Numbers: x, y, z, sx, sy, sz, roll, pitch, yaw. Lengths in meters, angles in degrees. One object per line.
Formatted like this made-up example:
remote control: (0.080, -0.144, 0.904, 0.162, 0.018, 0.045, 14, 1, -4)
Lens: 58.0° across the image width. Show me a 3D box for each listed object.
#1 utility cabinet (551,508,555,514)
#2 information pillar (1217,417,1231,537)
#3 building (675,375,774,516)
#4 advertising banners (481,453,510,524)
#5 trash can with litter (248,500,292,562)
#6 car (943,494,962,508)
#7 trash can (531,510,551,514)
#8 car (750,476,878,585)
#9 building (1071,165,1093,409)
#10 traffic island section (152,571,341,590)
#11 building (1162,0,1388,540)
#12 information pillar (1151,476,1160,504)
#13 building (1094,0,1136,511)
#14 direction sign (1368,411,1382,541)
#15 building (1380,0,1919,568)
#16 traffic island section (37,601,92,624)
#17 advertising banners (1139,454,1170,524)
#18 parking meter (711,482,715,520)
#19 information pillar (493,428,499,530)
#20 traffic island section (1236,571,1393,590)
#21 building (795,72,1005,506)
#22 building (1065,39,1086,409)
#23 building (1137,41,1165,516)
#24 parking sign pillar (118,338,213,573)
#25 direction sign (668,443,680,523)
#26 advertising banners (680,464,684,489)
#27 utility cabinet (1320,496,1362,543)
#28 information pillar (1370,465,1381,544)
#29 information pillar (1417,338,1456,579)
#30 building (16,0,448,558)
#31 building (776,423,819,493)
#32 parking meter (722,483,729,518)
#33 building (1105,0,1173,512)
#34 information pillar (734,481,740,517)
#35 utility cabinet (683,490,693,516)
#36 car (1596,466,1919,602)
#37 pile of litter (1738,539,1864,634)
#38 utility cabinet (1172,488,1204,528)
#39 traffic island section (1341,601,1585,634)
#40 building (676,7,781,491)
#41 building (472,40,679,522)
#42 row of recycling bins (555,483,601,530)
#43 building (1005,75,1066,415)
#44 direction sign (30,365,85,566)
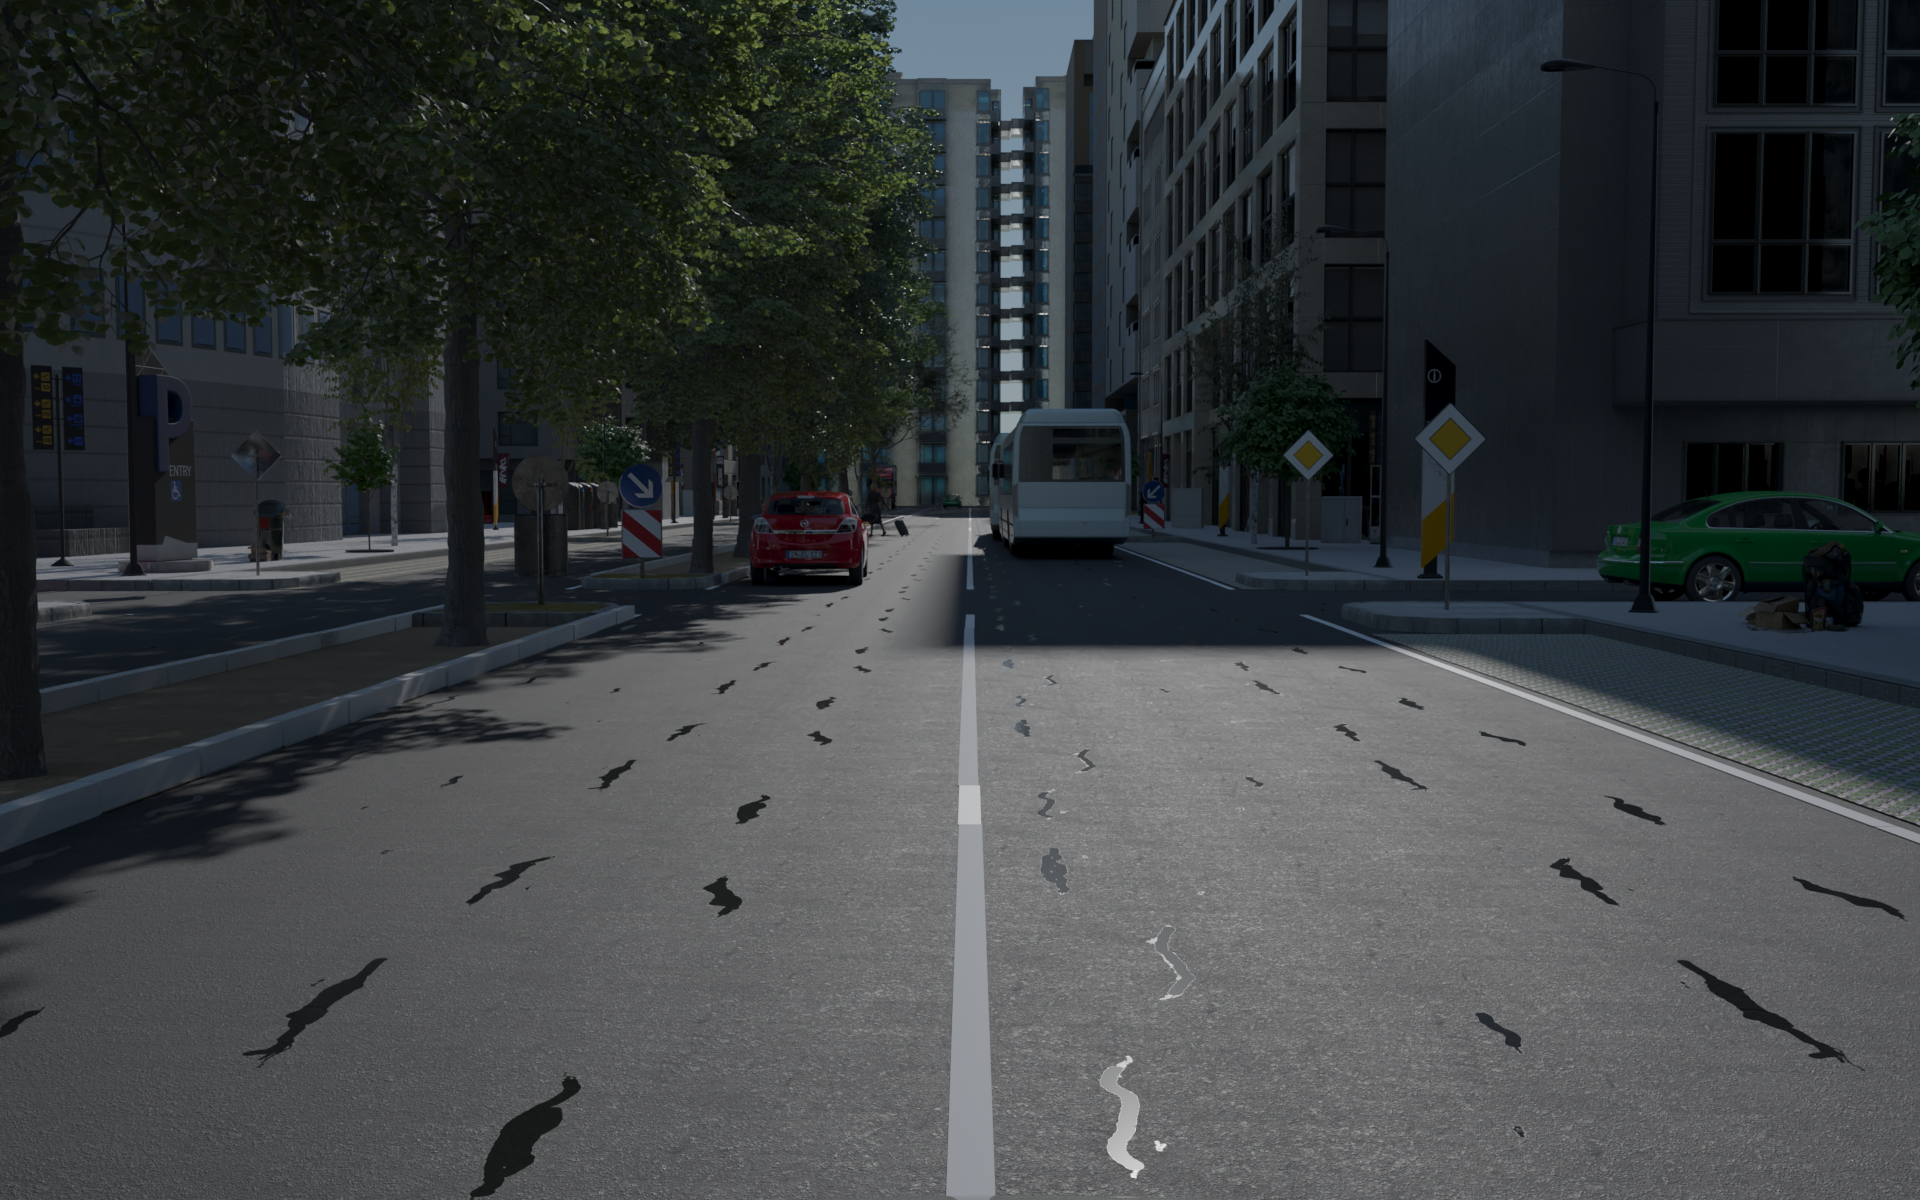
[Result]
utility cabinet: (-16.883, -3.811, 73.473, 0.306, 1.237, 1.020, 3, 5, 41)
information pillar: (7.987, -3.726, 52.280, 0.183, 3.616, 0.504, -1, 4, -23)
building: (-28.130, -16.659, 117.419, 27.650, 21.520, 28.899, 0, 4, 0)
advertising banners: (-20.297, -4.768, 74.143, 2.074, 3.025, 0.090, 0, 4, -1)
trash can with litter: (-13.248, -1.334, 33.190, 0.624, 1.170, 1.055, 0, 4, -5)
car: (-0.739, -10.082, 173.638, 1.959, 1.807, 4.718, 0, 4, 2)
trash can: (-13.266, -2.642, 54.855, 0.748, 1.137, 0.748, 0, 3, 0)
car: (-2.454, -1.208, 28.790, 2.155, 1.783, 4.494, 0, 4, -2)
building: (16.795, -23.418, 154.590, 14.160, 30.474, 14.107, 0, 4, 0)
traffic island section: (-11.080, -0.306, 27.289, 2.009, 0.180, 2.903, 0, 4, 0)
building: (19.090, -15.906, 64.581, 19.350, 26.468, 34.151, 0, 4, 0)
information pillar: (8.060, -4.104, 71.588, 0.304, 2.012, 0.304, -1, 4, -9)
building: (18.124, -29.963, 140.001, 14.600, 45.320, 14.200, 0, 4, 0)
direction sign: (11.371, -3.386, 47.363, 0.379, 3.537, 0.876, 3, 5, 40)
building: (25.137, -13.176, 34.491, 30.058, 24.678, 14.314, 0, 4, 0)
traffic island section: (-11.127, 0.182, 19.304, 2.009, 0.180, 2.903, 0, 4, 0)
advertising banners: (8.381, -4.788, 74.474, 2.074, 3.025, 0.090, -3, 5, -44)
parking meter: (-12.447, -4.935, 86.405, 0.399, 1.863, 0.255, 3, 5, 43)
information pillar: (-16.590, -4.312, 61.852, 0.183, 3.616, 0.504, 0, 4, -7)
traffic island section: (5.461, -0.300, 27.188, 2.009, 0.180, 2.903, 0, 4, 0)
building: (-9.487, -35.466, 199.483, 30.456, 49.044, 23.786, 0, 4, 0)
building: (17.522, -31.716, 168.668, 14.600, 45.320, 14.200, 0, 4, 0)
building: (16.440, -16.738, 91.682, 12.078, 24.808, 19.932, 0, 4, 0)
parking sign pillar: (-13.215, -2.461, 28.717, 1.447, 3.967, 1.447, 0, 4, 5)
direction sign: (-12.542, -5.138, 76.009, 0.379, 3.537, 0.876, -3, 5, -44)
advertising banners: (-15.833, -6.370, 100.336, 0.090, 3.025, 2.074, -2, 4, -28)
utility cabinet: (9.957, -2.085, 45.245, 1.020, 1.237, 0.306, 2, 4, 28)
information pillar: (10.672, -2.429, 44.205, 0.304, 2.012, 0.304, 3, 5, 40)
information pillar: (7.216, -2.130, 26.173, 0.504, 3.616, 0.183, 0, 4, -4)
building: (-27.713, -30.738, 44.563, 21.231, 58.520, 28.212, 0, 4, 0)
building: (-30.051, -52.062, 163.883, 31.000, 86.520, 22.319, 0, 4, 0)
parking meter: (-12.397, -5.248, 91.521, 0.255, 1.863, 0.399, 1, 4, 8)
building: (24.482, -32.397, 118.929, 28.713, 52.752, 27.495, 0, 4, 0)
information pillar: (-12.571, -5.718, 97.977, 0.304, 2.012, 0.304, -2, 4, -25)
utility cabinet: (-15.286, -5.481, 98.296, 0.318, 1.500, 1.173, -3, 5, -40)
car: (10.784, -0.834, 22.436, 4.718, 1.807, 1.959, 0, 4, 1)
pile of litter: (8.075, -0.167, 16.696, 1.719, 0.858, 1.176, -3, 4, -36)
utility cabinet: (8.530, -3.433, 64.812, 1.173, 1.500, 0.318, 2, 4, 27)
traffic island section: (5.414, 0.188, 19.203, 2.009, 0.180, 2.903, 0, 4, 0)
building: (-22.103, -29.851, 138.167, 14.600, 45.320, 14.200, 0, 4, 0)
building: (-21.815, -19.053, 83.217, 14.160, 30.474, 14.107, 0, 4, 0)
row of recycling bins: (-13.830, -3.396, 62.643, 1.069, 1.692, 3.534, 0, 4, 5)
building: (20.961, -35.386, 198.164, 30.456, 49.044, 23.786, 0, 4, 0)
direction sign: (-15.994, -2.372, 30.774, 0.379, 3.537, 0.876, 3, 5, 40)
